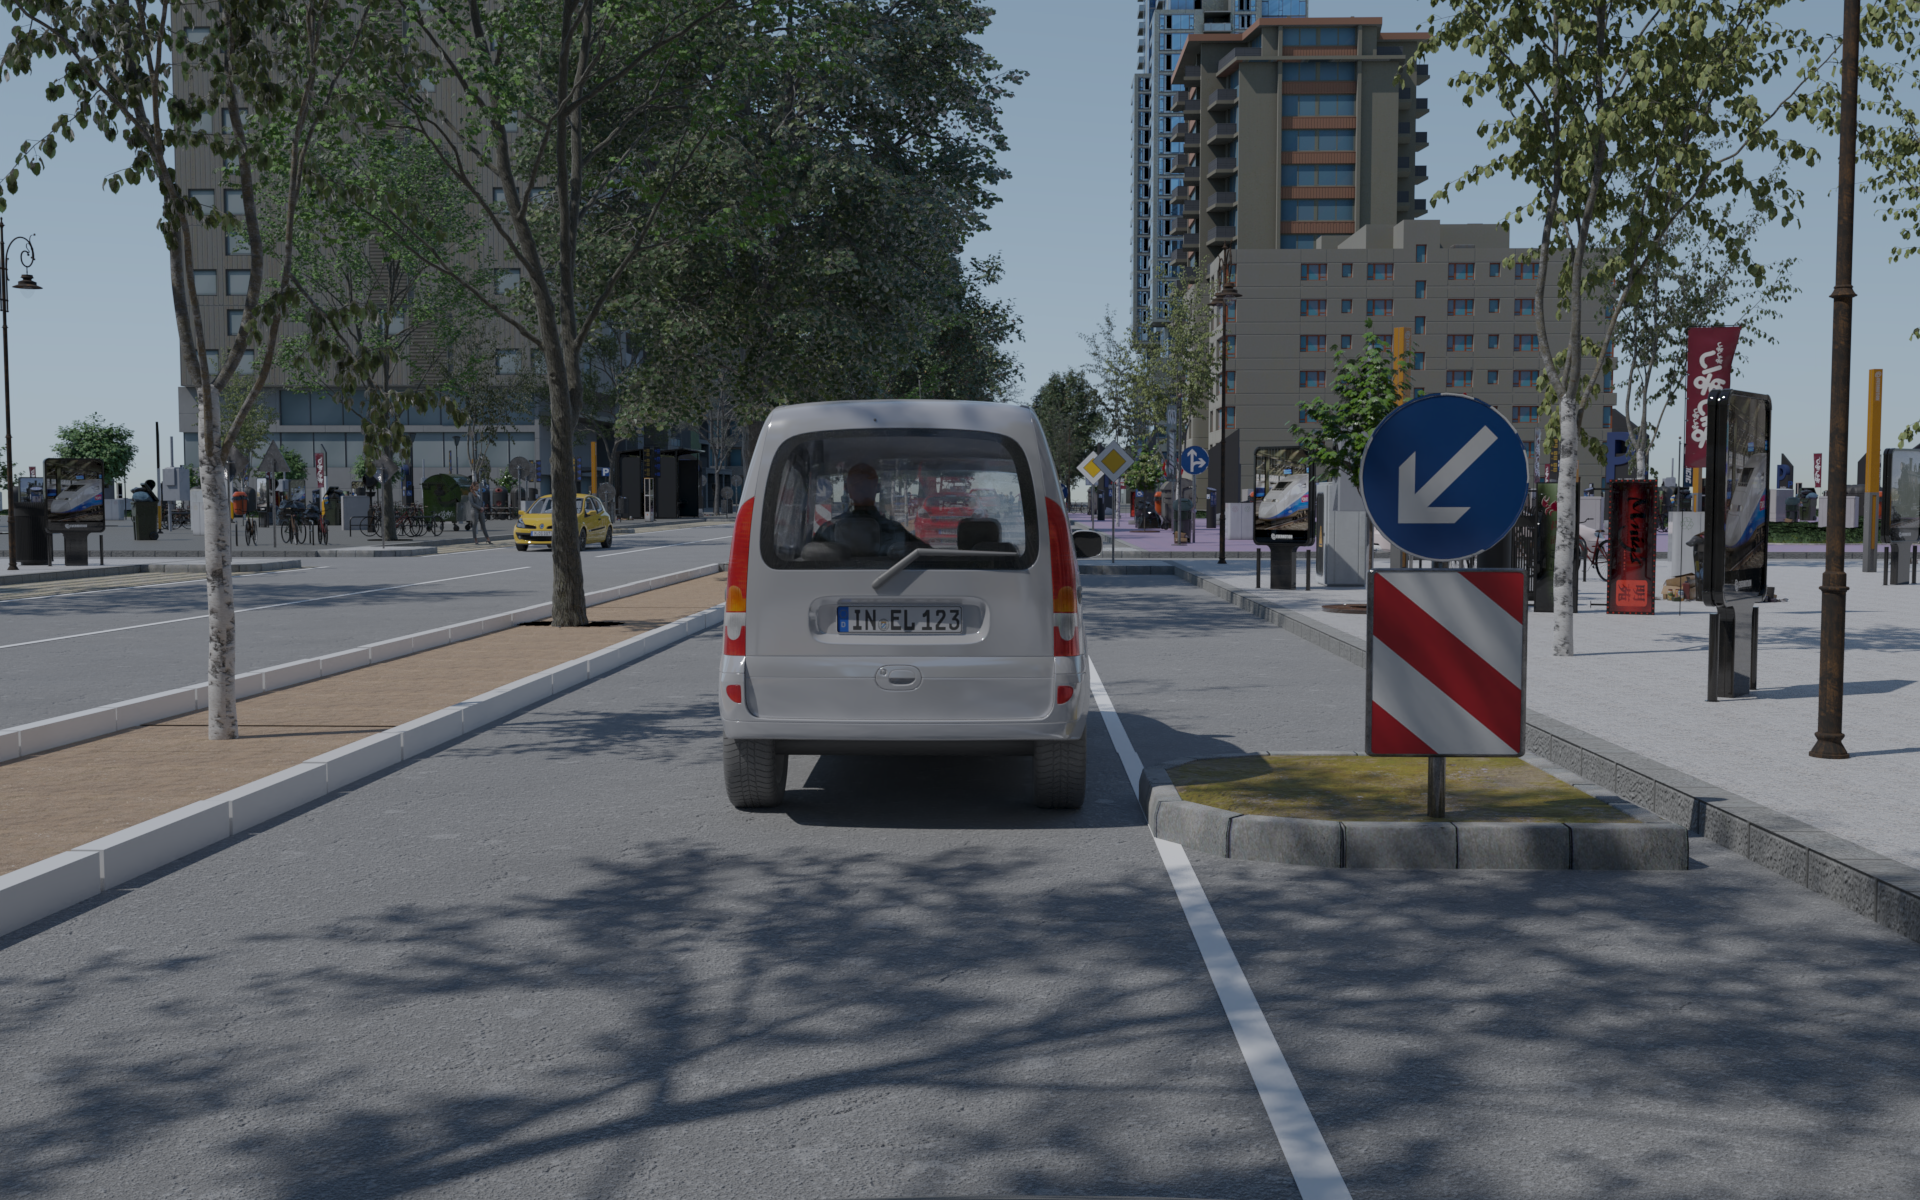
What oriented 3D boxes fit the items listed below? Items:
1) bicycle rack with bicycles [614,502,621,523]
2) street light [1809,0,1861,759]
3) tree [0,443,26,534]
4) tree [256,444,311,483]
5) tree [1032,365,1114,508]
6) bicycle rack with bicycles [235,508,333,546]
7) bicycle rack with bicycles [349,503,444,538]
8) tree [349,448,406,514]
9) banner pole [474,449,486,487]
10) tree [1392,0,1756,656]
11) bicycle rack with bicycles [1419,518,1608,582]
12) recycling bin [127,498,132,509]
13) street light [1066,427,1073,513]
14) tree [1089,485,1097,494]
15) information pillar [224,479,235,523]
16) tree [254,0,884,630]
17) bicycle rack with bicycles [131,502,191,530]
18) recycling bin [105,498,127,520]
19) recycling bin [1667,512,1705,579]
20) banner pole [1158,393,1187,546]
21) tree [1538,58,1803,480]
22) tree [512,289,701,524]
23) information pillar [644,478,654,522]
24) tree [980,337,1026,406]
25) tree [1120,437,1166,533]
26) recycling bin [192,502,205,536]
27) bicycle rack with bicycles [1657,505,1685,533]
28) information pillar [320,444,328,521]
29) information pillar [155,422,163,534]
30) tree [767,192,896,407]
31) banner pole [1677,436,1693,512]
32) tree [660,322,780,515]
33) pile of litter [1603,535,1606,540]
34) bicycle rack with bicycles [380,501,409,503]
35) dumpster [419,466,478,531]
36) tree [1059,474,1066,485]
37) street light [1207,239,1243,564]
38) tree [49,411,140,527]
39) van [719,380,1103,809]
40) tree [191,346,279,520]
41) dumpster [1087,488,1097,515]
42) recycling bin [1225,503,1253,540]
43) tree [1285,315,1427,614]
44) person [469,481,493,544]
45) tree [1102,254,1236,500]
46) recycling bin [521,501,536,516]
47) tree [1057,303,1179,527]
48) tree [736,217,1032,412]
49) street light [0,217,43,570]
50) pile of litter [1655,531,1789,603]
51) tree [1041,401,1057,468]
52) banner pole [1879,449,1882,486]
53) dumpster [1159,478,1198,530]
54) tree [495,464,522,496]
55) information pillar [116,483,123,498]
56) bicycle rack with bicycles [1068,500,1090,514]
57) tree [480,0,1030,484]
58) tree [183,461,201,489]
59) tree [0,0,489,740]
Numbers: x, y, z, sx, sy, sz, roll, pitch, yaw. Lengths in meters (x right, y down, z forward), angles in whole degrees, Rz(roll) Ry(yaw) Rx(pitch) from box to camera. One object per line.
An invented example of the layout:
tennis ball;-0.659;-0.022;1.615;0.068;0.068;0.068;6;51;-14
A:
bicycle rack with bicycles;-16.382;-3.923;77.528;2.852;0.926;2.925;0;4;-1
street light;4.244;-2.171;8.280;0.468;5.910;1.993;0;4;2
tree;-30.973;-3.705;55.178;1.663;3.219;1.824;0;3;0
tree;-44.152;-7.912;113.082;4.285;4.588;4.351;0;3;0
tree;9.628;-14.489;153.899;9.611;12.733;9.660;0;3;0
bicycle rack with bicycles;-17.252;-1.868;43.918;2.852;0.926;2.925;-1;4;-22
bicycle rack with bicycles;-16.875;-2.372;52.156;2.852;0.926;2.925;3;5;42
tree;-36.473;-7.614;108.209;4.285;4.588;4.351;0;3;0
banner pole;-26.513;-6.459;95.623;0.863;3.779;0.401;1;4;18
tree;5.027;-3.862;13.506;4.737;8.622;4.395;0;3;0
bicycle rack with bicycles;8.228;-0.784;26.193;2.852;0.926;2.925;0;4;-8
recycling bin;-47.994;-5.327;99.658;0.722;1.027;0.722;2;4;30
street light;7.551;-8.978;119.584;0.468;5.910;1.993;0;4;2
tree;7.557;-6.063;93.726;1.663;3.219;1.824;0;3;0
information pillar;-32.477;-5.227;76.813;0.504;3.616;0.183;0;4;7
tree;-4.330;-5.523;18.512;9.928;11.665;9.643;0;3;0
bicycle rack with bicycles;-28.247;-3.012;62.622;2.925;0.926;2.852;-3;5;-42
recycling bin;-41.231;-4.396;84.430;0.722;1.027;0.722;-1;4;-9
recycling bin;10.394;-0.725;24.409;0.722;1.027;0.722;1;4;17
banner pole;5.318;-3.232;42.861;0.401;3.779;0.863;3;4;39
tree;12.106;-4.875;30.065;4.360;8.622;3.978;0;3;0
tree;-15.047;-8.528;73.846;8.767;10.594;7.601;0;4;-7
information pillar;-14.290;-4.593;79.584;0.304;2.012;0.304;2;4;23
tree;-1.730;-10.949;91.837;12.009;13.543;11.850;0;3;0
tree;6.158;-3.875;57.961;1.663;3.219;1.824;0;3;0
recycling bin;-23.301;-2.521;53.781;0.722;1.027;0.722;2;4;27
bicycle rack with bicycles;23.391;-2.764;58.577;2.925;0.926;2.852;0;4;-8
information pillar;-29.471;-5.440;80.298;0.504;3.616;0.183;3;5;44
information pillar;-26.014;-3.968;56.227;0.183;3.616;0.504;-1;4;-22
tree;-3.405;-5.446;41.855;4.737;8.622;4.395;0;3;0
banner pole;31.399;-5.201;75.050;0.863;3.779;0.401;3;4;36
tree;-14.774;-11.948;105.722;12.009;13.543;11.850;0;3;0
pile of litter;17.315;-2.080;47.974;1.719;0.858;1.176;-1;4;-15
bicycle rack with bicycles;-21.509;-3.295;67.253;2.852;0.926;2.925;-1;4;-13
dumpster;-17.758;-3.525;60.127;1.502;2.255;1.985;0;4;2
tree;12.330;-20.283;238.286;9.857;13.997;8.962;0;3;0
street light;4.826;-3.604;31.712;0.468;5.910;1.993;0;4;2
tree;-34.219;-5.186;68.497;4.285;4.588;4.351;0;3;0
van;-0.209;-0.138;9.269;2.013;2.044;4.112;0;4;1
tree;-35.644;-8.280;85.743;4.737;8.622;4.395;0;3;0
dumpster;8.305;-6.038;104.482;1.264;1.857;1.865;0;4;2
recycling bin;7.875;-2.214;48.753;0.722;1.027;0.722;0;4;1
tree;4.352;-1.485;18.889;1.663;3.219;1.824;0;3;0
person;-13.618;-2.472;49.192;0.573;1.790;0.520;1;4;10
tree;6.690;-6.320;53.694;4.737;8.622;4.395;0;3;0
recycling bin;-15.892;-3.159;64.199;0.722;1.027;0.722;-2;4;-32
tree;6.427;-7.174;67.653;4.360;8.622;3.978;0;3;0
tree;-2.544;-8.533;58.982;9.611;12.733;9.660;0;3;0
street light;-15.982;-3.441;29.052;0.468;5.910;1.993;0;4;2
pile of litter;9.035;-0.426;20.930;1.719;0.858;1.176;3;4;38
tree;7.828;-11.175;133.080;4.360;8.622;3.978;0;3;0
banner pole;50.940;-6.480;95.961;0.401;3.779;0.863;1;4;19
dumpster;7.862;-3.454;62.233;1.264;1.857;1.865;0;4;2
tree;-28.594;-7.057;109.976;1.663;3.219;1.824;0;3;0
information pillar;-55.545;-6.727;114.475;0.304;2.012;0.304;-3;5;-44
bicycle rack with bicycles;8.290;-6.027;111.925;2.852;0.926;2.925;3;4;38
tree;-3.315;-7.295;28.389;9.857;13.997;8.962;0;3;0
tree;-43.885;-6.373;98.792;1.663;3.219;1.824;0;3;0
tree;-4.282;-3.472;9.591;4.360;8.622;3.978;0;3;0
